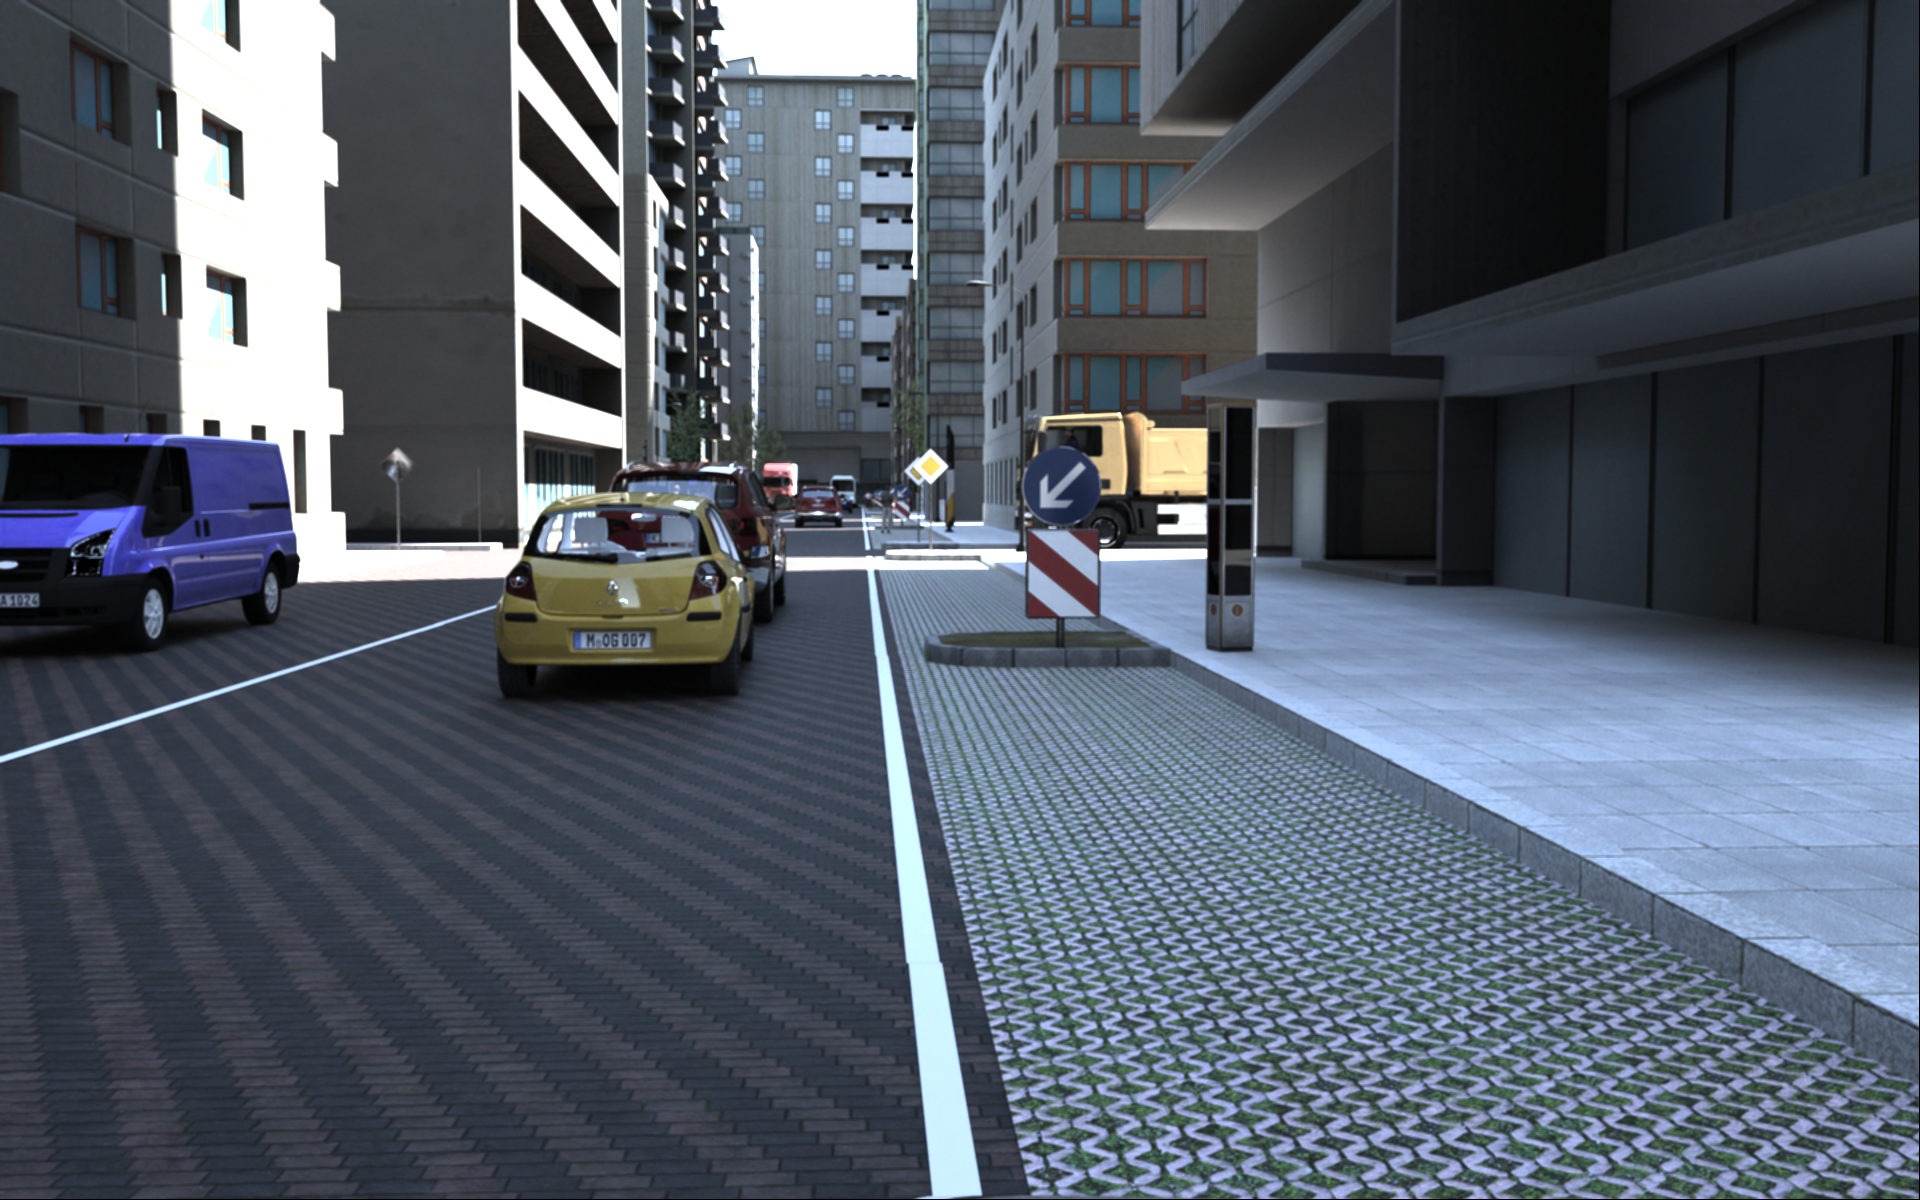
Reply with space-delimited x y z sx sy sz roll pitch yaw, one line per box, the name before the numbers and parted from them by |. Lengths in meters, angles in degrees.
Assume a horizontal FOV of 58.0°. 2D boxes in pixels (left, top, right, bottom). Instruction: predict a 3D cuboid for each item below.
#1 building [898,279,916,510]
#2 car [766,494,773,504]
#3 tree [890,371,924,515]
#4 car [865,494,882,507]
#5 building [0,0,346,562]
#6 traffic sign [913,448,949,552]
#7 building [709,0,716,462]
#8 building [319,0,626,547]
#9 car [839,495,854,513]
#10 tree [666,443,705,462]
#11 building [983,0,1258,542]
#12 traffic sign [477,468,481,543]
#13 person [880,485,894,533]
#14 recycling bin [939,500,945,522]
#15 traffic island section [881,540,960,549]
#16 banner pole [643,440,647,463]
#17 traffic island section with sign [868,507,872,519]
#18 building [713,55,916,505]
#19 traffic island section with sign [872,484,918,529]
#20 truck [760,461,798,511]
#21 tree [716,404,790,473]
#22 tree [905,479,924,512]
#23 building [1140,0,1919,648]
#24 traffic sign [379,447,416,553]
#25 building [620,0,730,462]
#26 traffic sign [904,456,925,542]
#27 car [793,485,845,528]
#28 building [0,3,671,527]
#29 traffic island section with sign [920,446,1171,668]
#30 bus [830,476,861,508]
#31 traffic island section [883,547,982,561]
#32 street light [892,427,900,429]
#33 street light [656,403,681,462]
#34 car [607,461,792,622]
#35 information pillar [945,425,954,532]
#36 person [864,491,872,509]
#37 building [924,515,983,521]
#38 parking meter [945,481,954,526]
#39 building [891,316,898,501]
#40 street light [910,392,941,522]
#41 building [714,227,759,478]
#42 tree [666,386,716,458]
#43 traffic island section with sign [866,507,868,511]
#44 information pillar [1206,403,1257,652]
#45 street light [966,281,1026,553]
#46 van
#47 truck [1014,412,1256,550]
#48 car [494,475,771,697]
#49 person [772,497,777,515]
building | 8.926 -18.917 154.330 27.650 21.520 28.899 0 4 -3
car | -15.611 -7.718 136.409 2.015 1.641 3.980 0 4 -4
tree | -2.061 -9.423 104.421 4.737 8.622 4.395 0 3 0
car | -9.047 -10.467 181.362 2.015 1.641 3.980 0 4 -4
building | -26.253 -10.720 20.308 28.899 21.520 27.650 0 4 -3
traffic sign | -0.644 -2.102 38.003 0.795 2.450 0.064 0 4 -3
building | -30.819 -43.981 157.340 20.563 71.187 20.611 0 4 -3
building | -22.812 -26.307 53.825 21.300 48.544 21.600 0 4 -3
car | -8.947 -7.175 129.892 1.945 1.354 3.894 0 4 -5
tree | -17.738 -7.773 110.805 4.285 4.588 4.351 0 3 0
building | 16.188 -13.130 59.707 28.899 21.520 27.650 0 4 -3
traffic sign | -12.578 -2.550 45.339 0.795 2.450 0.064 0 4 -3
person | -2.631 -3.317 63.289 0.519 1.759 0.362 1 4 17
recycling bin | -0.677 -4.150 80.408 0.722 1.027 0.722 -1 4 -8
traffic island section | -1.078 -1.454 46.053 2.009 0.180 2.903 0 4 -3
banner pole | -14.500 -5.493 79.834 0.401 3.779 0.863 0 4 1
traffic island section with sign | -4.032 -5.440 97.574 1.989 1.847 2.006 0 4 -3
building | -16.850 -38.439 217.716 27.495 52.752 28.713 0 4 -3
traffic island section with sign | -2.486 -3.791 70.612 1.989 1.847 2.006 0 4 -3
truck | -15.678 -9.928 151.232 2.839 4.237 11.283 0 4 -2
tree | -21.113 -14.643 173.819 8.767 10.594 7.601 0 4 1
tree | -2.823 -7.911 123.947 1.663 3.219 1.824 0 3 0
building | 17.807 -26.491 22.359 28.713 52.752 27.495 0 4 -3
traffic sign | -12.121 -2.063 37.367 0.795 2.450 0.064 0 4 -3
building | -29.546 -29.287 133.471 22.147 44.769 28.867 0 4 -3
traffic sign | -1.102 -2.589 45.975 0.795 2.450 0.064 0 4 -3
car | -6.165 -4.104 75.767 2.281 1.827 5.304 0 4 -4
building | -30.209 -14.828 87.469 27.650 21.520 28.899 0 4 -3
traffic island section with sign | 0.696 -0.398 15.137 1.989 1.847 2.006 0 4 -3
bus | -12.141 -11.553 183.751 2.948 3.499 13.247 0 4 -1
traffic island section | -0.621 -0.966 38.081 2.009 0.180 2.903 0 4 -3
street light | -3.997 -9.062 120.701 1.470 5.913 1.316 0 4 -3
street light | -14.972 -7.111 88.799 1.470 5.913 1.316 0 4 -3
car | -3.191 -0.747 20.885 2.281 1.827 5.304 0 4 -3
information pillar | -0.331 -4.106 58.494 0.183 3.616 0.504 -1 4 -22
person | -7.959 -8.653 150.917 0.756 1.711 0.436 1 4 21
building | 5.119 -24.690 87.282 14.154 41.232 14.086 0 4 -3
parking meter | -0.411 -3.873 69.037 0.255 1.863 0.399 2 4 24
building | 6.764 -20.711 183.662 27.650 21.520 28.899 0 4 -3
street light | -1.541 -6.500 78.822 1.470 5.913 1.316 0 4 -3
building | -29.103 -25.503 188.668 14.107 30.474 14.160 0 4 -3
tree | -18.603 -10.196 117.075 4.737 8.622 4.395 0 3 0
traffic island section with sign | -6.943 -8.549 148.396 1.989 1.847 2.006 0 4 -3
information pillar | 2.213 -0.592 14.171 0.304 2.012 0.304 -1 4 -16
street light | 0.828 -4.002 37.970 1.470 5.913 1.316 0 4 -3
van | -8.394 -0.797 17.418 2.240 2.365 5.245 0 4 -5
truck | 5.430 -2.843 42.409 9.791 3.379 3.469 0 4 -5
car | -2.529 -0.214 13.727 2.015 1.641 3.980 0 4 -5
person | -9.177 -4.472 85.865 0.306 1.304 0.590 1 4 10
